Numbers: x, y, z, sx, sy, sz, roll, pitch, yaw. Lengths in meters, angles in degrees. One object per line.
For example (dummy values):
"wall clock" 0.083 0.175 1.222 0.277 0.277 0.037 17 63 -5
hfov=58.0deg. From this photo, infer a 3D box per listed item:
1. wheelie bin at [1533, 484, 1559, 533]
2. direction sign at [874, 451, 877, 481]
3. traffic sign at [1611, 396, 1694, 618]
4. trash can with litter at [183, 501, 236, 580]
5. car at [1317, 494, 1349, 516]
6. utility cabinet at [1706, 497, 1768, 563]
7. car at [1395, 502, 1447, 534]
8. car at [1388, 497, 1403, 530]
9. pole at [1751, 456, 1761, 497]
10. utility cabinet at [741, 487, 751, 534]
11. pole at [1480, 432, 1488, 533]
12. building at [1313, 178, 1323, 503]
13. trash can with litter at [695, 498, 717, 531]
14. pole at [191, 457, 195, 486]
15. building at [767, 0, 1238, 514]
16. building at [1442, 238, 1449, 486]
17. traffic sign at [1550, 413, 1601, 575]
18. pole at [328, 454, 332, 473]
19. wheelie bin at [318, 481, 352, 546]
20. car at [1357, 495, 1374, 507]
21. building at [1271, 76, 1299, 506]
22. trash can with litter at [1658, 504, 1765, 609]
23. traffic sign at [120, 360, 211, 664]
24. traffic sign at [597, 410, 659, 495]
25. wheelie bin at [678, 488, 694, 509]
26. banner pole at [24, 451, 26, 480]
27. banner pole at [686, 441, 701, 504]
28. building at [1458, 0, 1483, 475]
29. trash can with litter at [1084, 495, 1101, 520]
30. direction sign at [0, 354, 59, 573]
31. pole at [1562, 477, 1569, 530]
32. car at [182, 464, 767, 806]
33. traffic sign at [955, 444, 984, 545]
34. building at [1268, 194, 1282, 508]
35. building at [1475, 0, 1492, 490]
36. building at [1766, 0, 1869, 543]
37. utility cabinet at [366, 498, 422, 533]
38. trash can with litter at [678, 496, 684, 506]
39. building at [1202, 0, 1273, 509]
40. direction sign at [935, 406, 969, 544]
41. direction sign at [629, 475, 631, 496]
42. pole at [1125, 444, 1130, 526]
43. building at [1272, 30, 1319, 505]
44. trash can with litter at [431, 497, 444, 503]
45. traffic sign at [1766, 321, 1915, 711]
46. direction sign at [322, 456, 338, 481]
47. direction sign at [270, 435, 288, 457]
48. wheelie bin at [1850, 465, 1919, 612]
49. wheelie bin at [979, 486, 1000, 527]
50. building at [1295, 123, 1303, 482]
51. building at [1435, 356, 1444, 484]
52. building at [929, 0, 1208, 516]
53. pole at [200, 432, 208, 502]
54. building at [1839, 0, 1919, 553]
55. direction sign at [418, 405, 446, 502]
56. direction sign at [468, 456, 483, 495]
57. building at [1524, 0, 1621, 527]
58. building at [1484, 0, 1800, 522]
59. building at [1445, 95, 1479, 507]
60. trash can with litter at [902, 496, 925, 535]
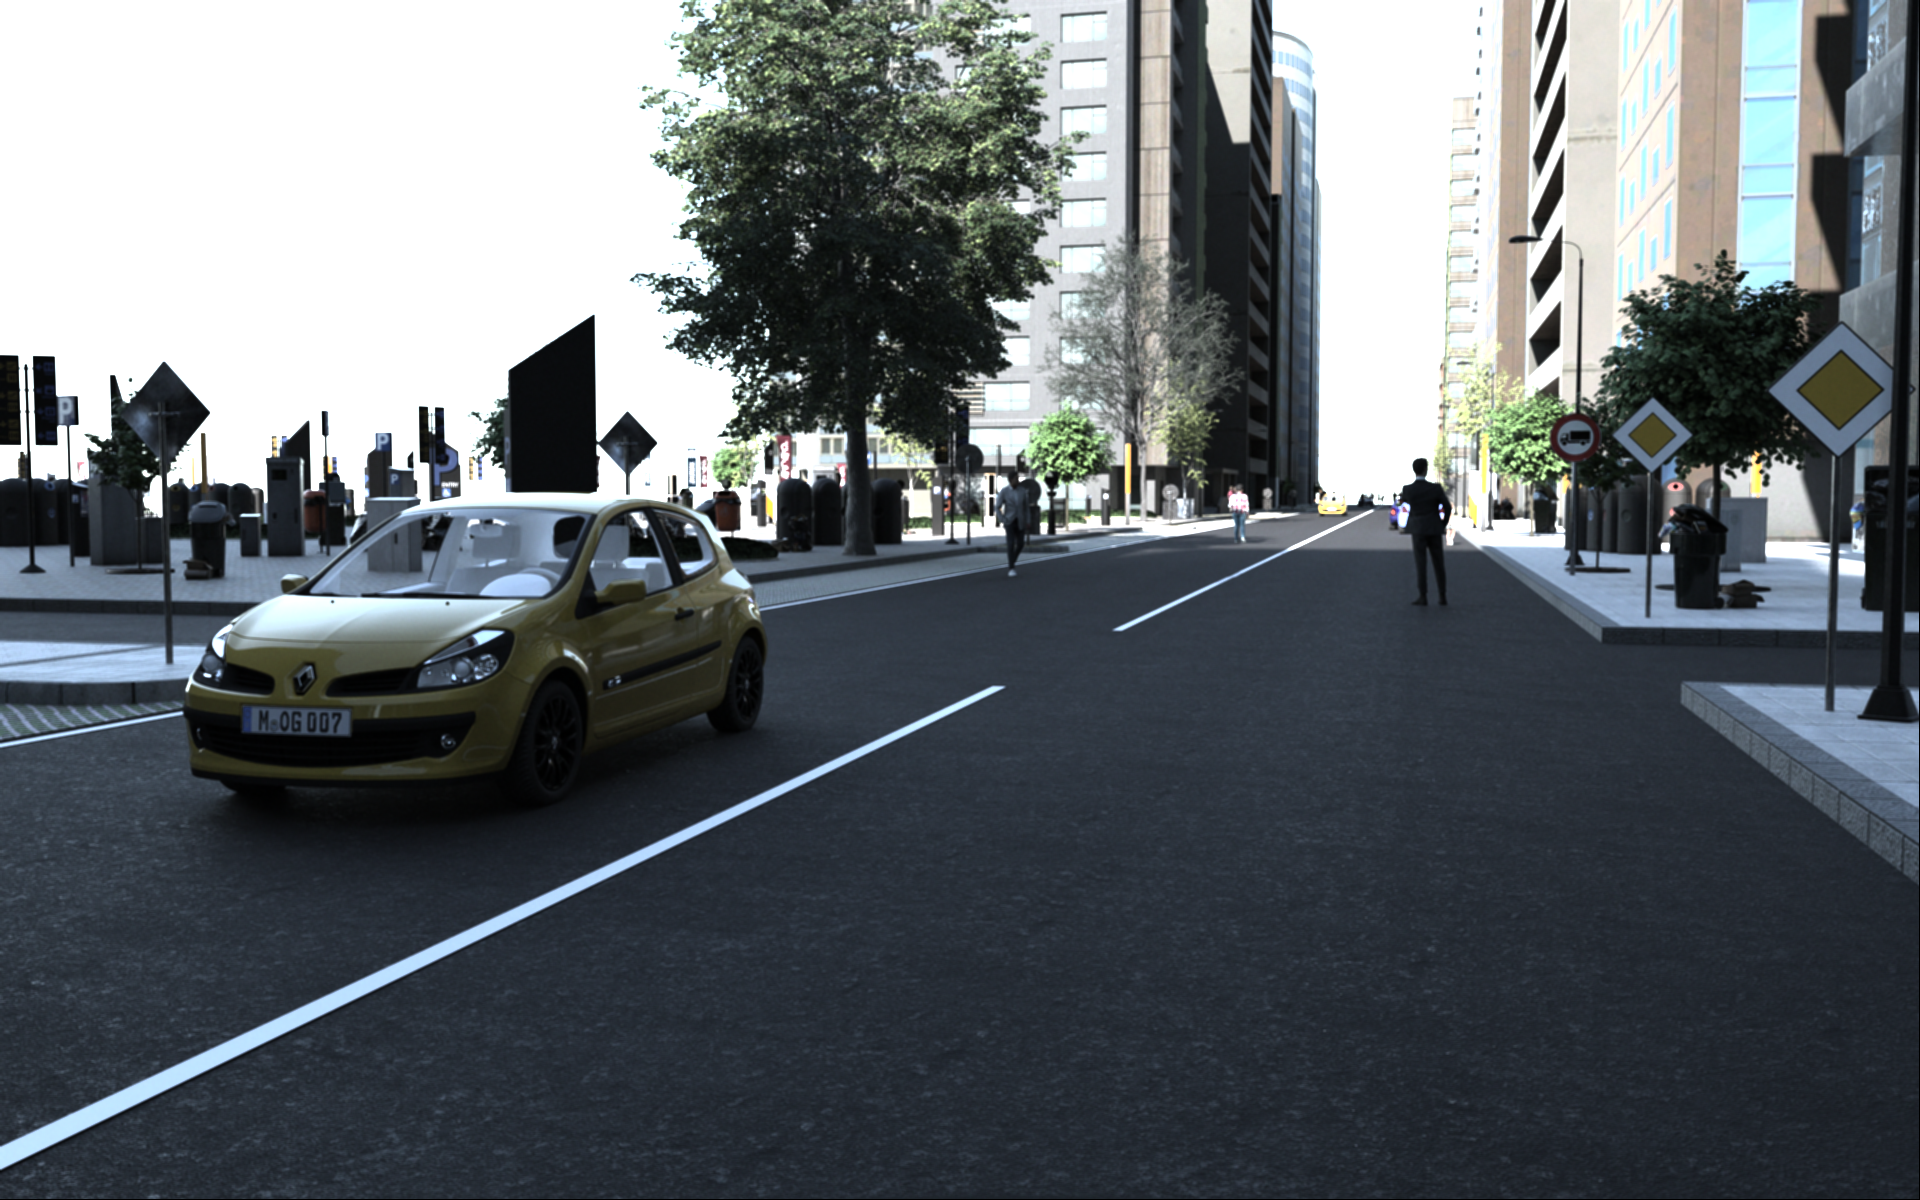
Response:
"wheelie bin" 19.117 -2.981 56.647 0.693 1.594 0.980 3 5 42
"direction sign" -4.477 -6.086 91.509 0.379 3.537 0.876 0 4 5
"traffic sign" 7.135 -0.873 17.910 0.795 2.450 0.064 1 4 14
"trash can with litter" -11.434 -0.914 26.335 0.624 1.170 1.055 -1 4 -12
"car" 24.456 -6.315 113.481 2.015 1.641 3.980 1 4 15
"utility cabinet" 14.512 -1.299 32.403 1.020 1.237 0.306 0 4 6
"car" 16.818 -3.263 62.938 1.945 1.707 3.694 1 4 14
"car" 18.409 -3.545 70.538 1.945 1.354 3.894 1 4 16
"pole" 19.569 -2.980 42.561 0.158 3.312 0.155 0 3 0
"utility cabinet" -6.862 -2.868 55.563 0.318 1.500 1.173 0 4 -7
"pole" 17.307 -3.874 57.189 0.158 3.312 0.155 0 3 0
"building" 42.737 -36.104 240.410 14.600 45.320 14.200 1 4 14
"trash can with litter" -6.469 -1.961 43.443 0.624 1.170 1.055 2 4 35
"pole" -41.888 -6.165 94.644 0.158 3.312 0.155 0 3 0
"building" 3.220 -26.383 123.246 32.217 40.220 23.993 1 4 14
"building" 61.579 -25.863 194.568 14.160 30.474 14.107 1 4 14
"traffic sign" 9.689 -1.665 27.330 0.768 2.556 0.104 1 4 16
"pole" -32.414 -5.832 89.202 0.158 3.312 0.155 0 3 0
"wheelie bin" -15.741 -2.169 43.366 0.980 1.594 0.693 -1 4 -17
"car" 46.874 -11.464 200.016 1.945 1.354 3.894 1 4 16
"building" 27.639 -32.671 184.288 14.600 45.320 14.200 1 4 14
"trash can with litter" 8.487 -0.499 19.541 1.055 1.170 0.624 -1 4 -17
"traffic sign" -5.987 -0.576 13.061 0.795 2.450 0.064 1 4 14
"traffic sign" -3.991 -1.049 20.793 0.795 2.450 0.064 1 4 14
"wheelie bin" -13.941 -4.913 88.234 0.693 1.594 0.980 2 4 34
"banner pole" -53.798 -6.696 99.495 0.401 3.779 0.863 0 4 -8
"banner pole" -12.561 -5.640 82.227 0.863 3.779 0.401 -1 4 -10
"building" 54.503 -32.090 144.285 23.786 49.044 30.456 1 4 14
"trash can with litter" 6.716 -4.718 88.196 1.678 1.210 2.233 1 4 16
"direction sign" -15.166 -2.215 28.216 0.876 3.537 0.379 -1 4 -20
"pole" 21.908 -4.205 62.591 0.158 3.312 0.155 0 3 0
"car" -2.403 0.055 9.320 2.015 1.641 3.980 1 4 13
"traffic sign" 0.217 -2.675 43.850 0.768 2.556 0.104 1 4 17
"building" 22.369 -23.858 161.783 14.160 30.474 14.107 1 4 14
"building" 45.841 -35.106 115.988 21.231 58.520 28.212 1 4 14
"building" 27.207 -24.432 49.570 14.600 45.320 14.200 1 4 14
"utility cabinet" -9.425 -1.081 28.839 1.020 1.237 0.306 2 4 30
"trash can with litter" -13.170 -4.224 80.121 2.233 1.210 1.678 3 4 37
"building" 14.193 -31.802 143.667 21.300 48.544 21.600 1 4 14
"direction sign" -0.205 -3.209 44.456 0.876 3.537 0.379 0 3 0
"direction sign" -12.185 -4.403 63.986 0.379 3.537 0.876 0 3 0
"pole" 6.832 -4.686 70.466 0.158 3.312 0.155 0 3 0
"building" 33.832 -41.495 220.439 21.231 58.520 28.212 1 4 14
"trash can with litter" -18.523 -3.111 62.257 0.624 1.170 1.055 2 4 24
"traffic sign" 5.138 -0.400 10.178 0.795 2.450 0.064 1 4 14
"direction sign" -37.335 -6.772 102.723 0.876 3.537 0.379 -2 4 -27
"direction sign" -26.054 -4.549 66.376 0.876 3.537 0.379 2 4 26
"wheelie bin" 10.324 -0.681 19.046 0.980 1.594 0.693 2 4 28
"wheelie bin" 1.146 -3.582 66.468 0.693 1.594 0.980 -2 4 -34
"building" 31.607 -33.548 198.621 14.600 45.320 14.200 1 4 14
"building" 77.072 -23.395 227.539 27.650 21.520 28.899 1 4 14
"building" 6.785 -25.621 102.491 14.154 41.232 14.086 1 4 14
"pole" -24.864 -3.863 56.995 0.158 3.312 0.155 0 3 0
"building" 29.864 -24.771 24.611 30.456 49.044 23.786 1 4 14
"direction sign" -13.576 -3.217 44.593 0.379 3.537 0.876 2 4 31
"direction sign" -28.721 -6.774 102.759 0.876 3.537 0.379 0 4 -2
"building" 36.357 -27.530 73.815 21.300 48.544 21.600 1 4 14
"building" 36.916 -27.283 96.187 14.600 45.320 14.200 1 4 14
"building" 57.777 -30.331 179.499 14.154 41.232 14.086 1 4 14
"trash can with litter" -1.955 -2.691 55.059 1.678 1.210 2.233 1 4 13
